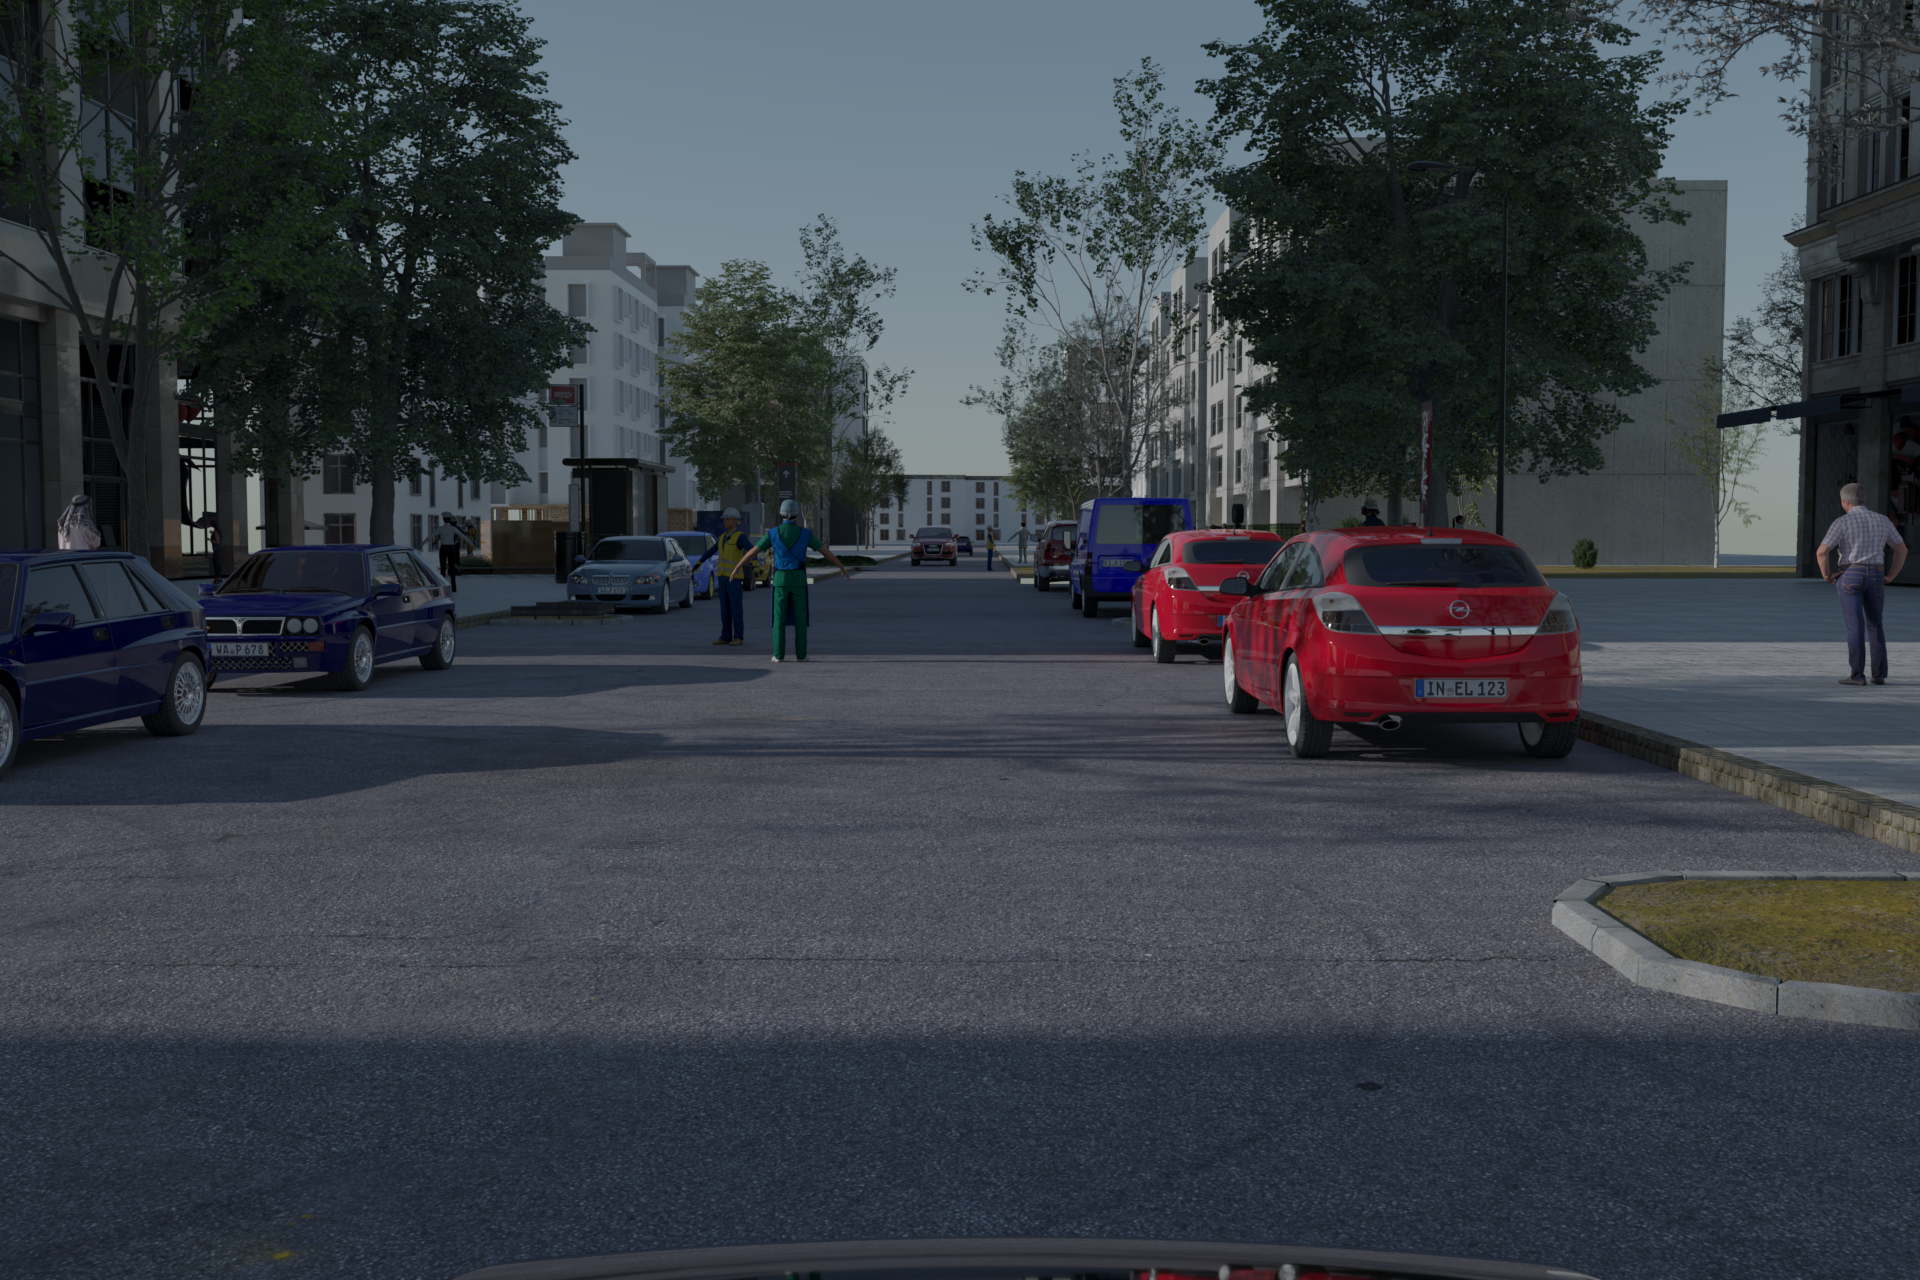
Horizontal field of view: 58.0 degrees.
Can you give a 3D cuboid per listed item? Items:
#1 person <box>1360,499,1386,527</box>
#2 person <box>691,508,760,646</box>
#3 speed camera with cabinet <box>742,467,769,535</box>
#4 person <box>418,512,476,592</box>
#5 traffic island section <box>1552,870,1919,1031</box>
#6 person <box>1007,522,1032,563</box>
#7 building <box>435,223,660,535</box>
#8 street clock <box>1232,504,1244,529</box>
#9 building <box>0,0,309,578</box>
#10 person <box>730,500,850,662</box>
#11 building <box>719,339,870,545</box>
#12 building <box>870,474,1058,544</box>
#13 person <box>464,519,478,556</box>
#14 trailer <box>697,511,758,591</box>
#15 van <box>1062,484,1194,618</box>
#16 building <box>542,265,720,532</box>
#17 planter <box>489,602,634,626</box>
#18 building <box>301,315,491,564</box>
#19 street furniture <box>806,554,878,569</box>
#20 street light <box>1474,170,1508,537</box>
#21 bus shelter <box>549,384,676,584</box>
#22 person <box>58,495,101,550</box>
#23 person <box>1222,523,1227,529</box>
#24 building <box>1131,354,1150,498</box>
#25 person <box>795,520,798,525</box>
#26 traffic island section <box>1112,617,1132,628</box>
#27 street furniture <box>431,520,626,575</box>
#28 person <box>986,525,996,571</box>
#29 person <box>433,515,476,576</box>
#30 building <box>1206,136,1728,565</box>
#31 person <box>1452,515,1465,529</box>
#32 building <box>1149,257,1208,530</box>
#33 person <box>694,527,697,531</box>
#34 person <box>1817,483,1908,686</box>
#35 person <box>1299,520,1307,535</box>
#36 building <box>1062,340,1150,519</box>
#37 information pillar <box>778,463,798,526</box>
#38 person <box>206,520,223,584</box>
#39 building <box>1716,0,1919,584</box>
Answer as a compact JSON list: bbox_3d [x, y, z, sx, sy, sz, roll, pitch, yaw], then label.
[{"bbox_3d":[6.550,-1.339,27.766,1.351,1.845,0.704,-3,5,-43],"label":"person"},{"bbox_3d":[-3.010,-0.819,22.320,1.216,1.772,0.721,3,4,39],"label":"person"},{"bbox_3d":[-6.072,-3.494,51.468,0.660,3.252,2.038,0,4,2],"label":"speed camera with cabinet"},{"bbox_3d":[-11.297,-1.938,38.148,1.216,1.778,0.721,-1,4,-18],"label":"person"},{"bbox_3d":[3.157,1.034,5.953,1.991,0.108,1.994,0,4,1],"label":"traffic island section"},{"bbox_3d":[2.744,-4.268,75.966,1.347,1.806,0.705,-1,4,-19],"label":"person"},{"bbox_3d":[-25.834,-15.302,106.611,16.016,20.090,11.380,0,4,1],"label":"building"},{"bbox_3d":[6.620,-2.246,41.298,0.358,2.002,0.471,0,4,0],"label":"street clock"},{"bbox_3d":[-32.112,-16.568,37.109,22.709,31.103,35.509,0,4,1],"label":"building"},{"bbox_3d":[-1.906,-0.663,19.422,1.347,1.817,0.704,0,4,-5],"label":"person"},{"bbox_3d":[-25.198,-21.556,196.416,27.936,21.610,32.646,0,4,1],"label":"building"},{"bbox_3d":[0.109,-18.378,245.085,28.070,9.664,9.099,0,4,-8],"label":"building"},{"bbox_3d":[-18.901,-3.726,66.694,0.705,1.858,1.354,-2,4,-24],"label":"person"},{"bbox_3d":[-5.937,-2.201,43.033,1.471,1.999,3.904,0,4,0],"label":"trailer"},{"bbox_3d":[3.050,-1.648,31.323,2.240,2.365,5.245,0,4,-1],"label":"van"},{"bbox_3d":[-24.030,-16.315,123.170,16.016,20.090,11.380,0,4,1],"label":"building"},{"bbox_3d":[-6.369,-0.423,28.064,1.991,0.319,1.994,0,4,1],"label":"planter"},{"bbox_3d":[-25.922,-8.390,79.321,9.099,9.664,28.070,0,4,0],"label":"building"},{"bbox_3d":[-8.322,-3.148,67.091,10.072,0.657,5.734,0,4,3],"label":"street furniture"},{"bbox_3d":[7.341,-3.007,21.706,1.470,5.913,1.316,0,4,1],"label":"street light"},{"bbox_3d":[-9.882,-4.370,49.085,2.179,5.291,8.768,0,4,0],"label":"bus shelter"},{"bbox_3d":[-10.327,-0.833,20.330,0.551,1.740,0.621,1,4,11],"label":"person"},{"bbox_3d":[12.577,-4.661,82.338,1.348,1.813,0.705,-3,4,-36],"label":"person"},{"bbox_3d":[22.822,-19.674,178.087,16.016,20.090,11.380,0,4,1],"label":"building"},{"bbox_3d":[-5.053,-2.874,53.792,0.721,1.733,1.217,-2,4,-30],"label":"person"},{"bbox_3d":[3.394,-0.260,27.117,1.991,0.108,1.994,0,4,1],"label":"traffic island section"},{"bbox_3d":[-14.950,-3.203,59.227,11.010,1.723,9.812,-1,4,-19],"label":"street furniture"},{"bbox_3d":[1.234,-3.518,66.443,0.721,1.772,1.216,0,4,-6],"label":"person"},{"bbox_3d":[-15.539,-2.898,53.162,1.354,1.856,0.705,0,4,3],"label":"person"},{"bbox_3d":[22.716,-13.422,85.902,16.747,18.905,31.486,0,4,1],"label":"building"},{"bbox_3d":[11.826,-2.072,40.708,0.721,1.735,1.217,1,4,12],"label":"person"},{"bbox_3d":[22.871,-15.455,119.152,16.747,18.905,31.486,0,4,1],"label":"building"},{"bbox_3d":[-7.667,-2.769,51.200,1.347,1.837,0.705,3,4,36],"label":"person"},{"bbox_3d":[7.620,-0.474,14.725,0.756,1.711,0.436,0,4,7],"label":"person"},{"bbox_3d":[13.127,-3.666,66.082,0.704,1.812,1.346,0,4,6],"label":"person"},{"bbox_3d":[25.531,-21.669,198.260,27.936,21.610,32.646,0,4,1],"label":"building"},{"bbox_3d":[-6.301,-4.527,63.389,0.750,3.857,0.750,0,4,2],"label":"information pillar"},{"bbox_3d":[-19.035,-2.243,44.188,0.593,1.643,0.415,2,4,33],"label":"person"},{"bbox_3d":[26.360,-17.826,37.565,12.429,33.558,17.177,0,4,0],"label":"building"}]
